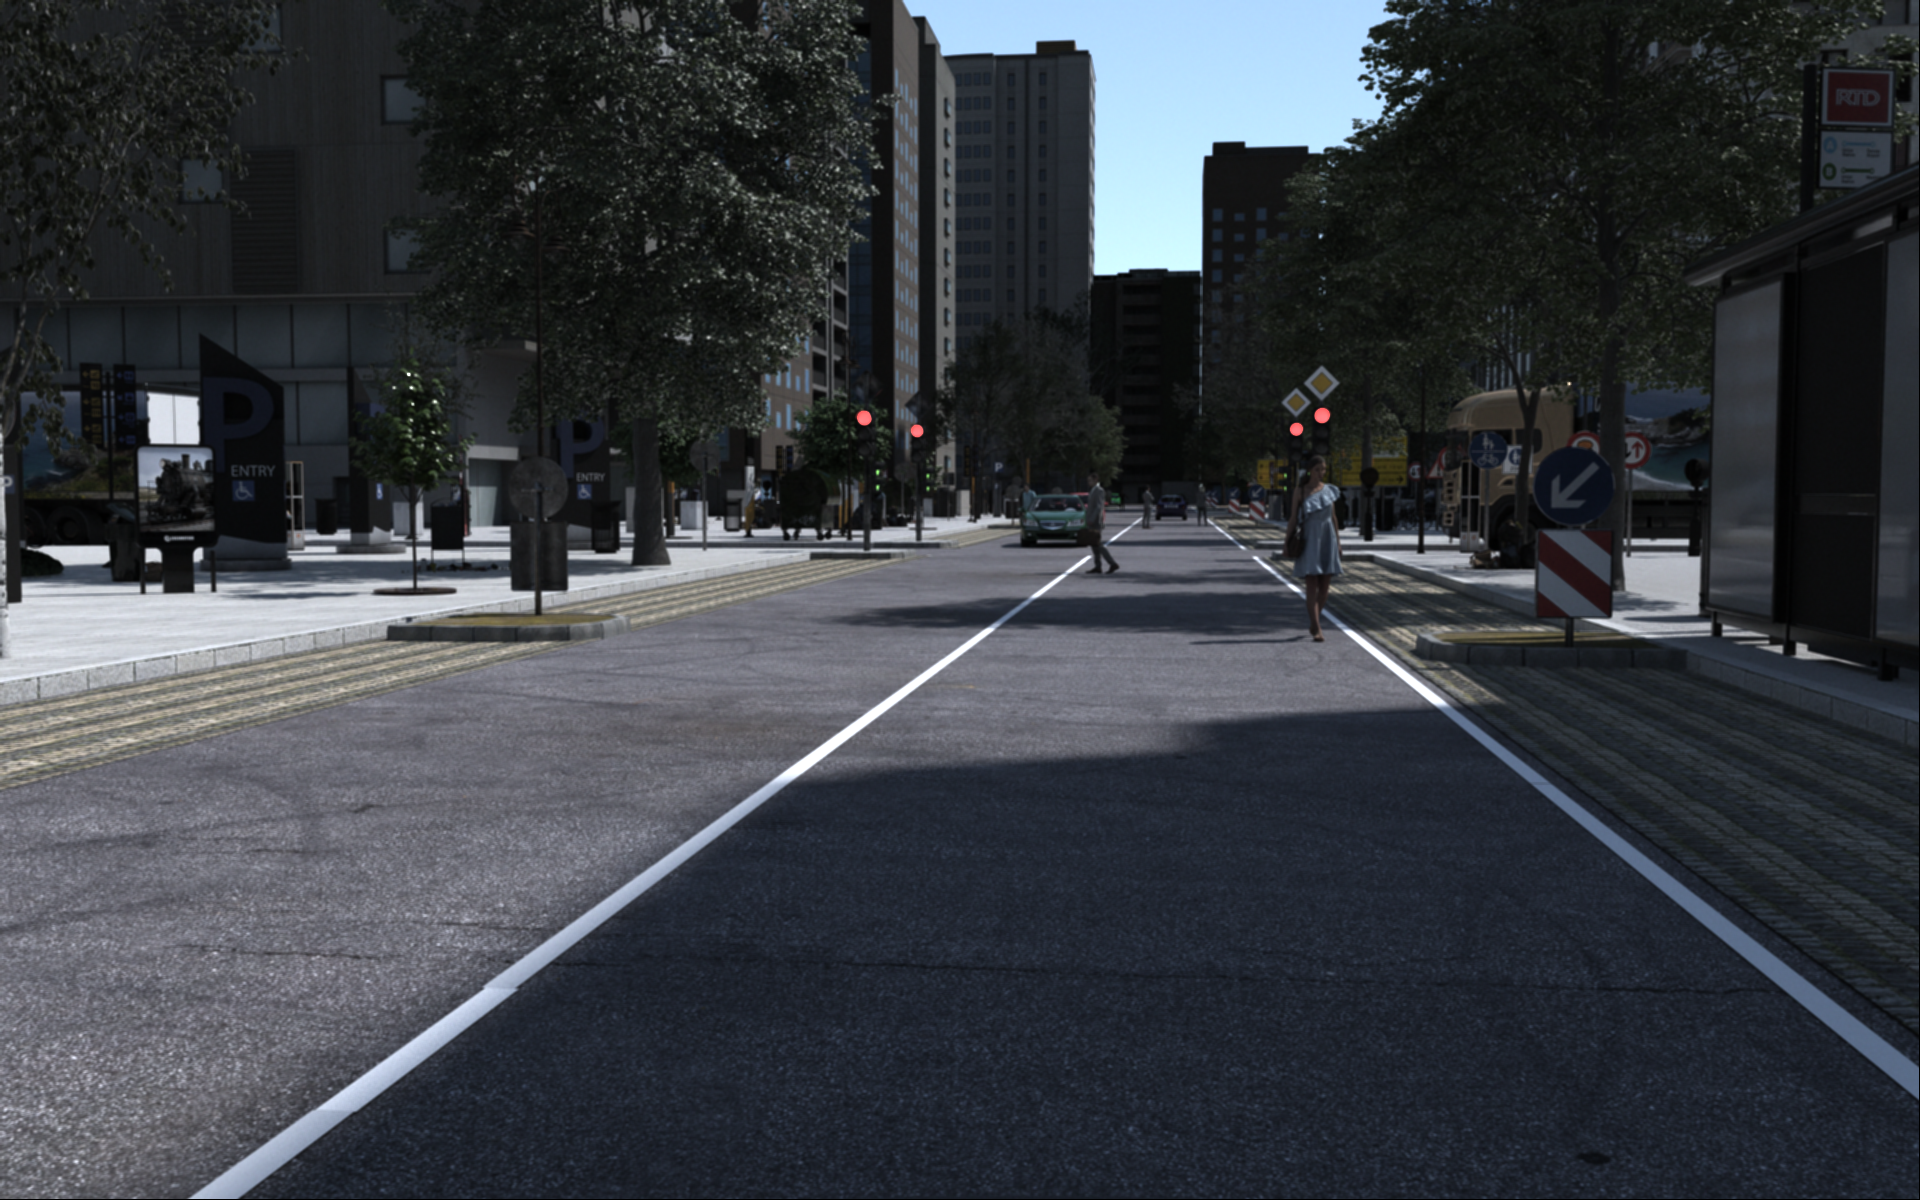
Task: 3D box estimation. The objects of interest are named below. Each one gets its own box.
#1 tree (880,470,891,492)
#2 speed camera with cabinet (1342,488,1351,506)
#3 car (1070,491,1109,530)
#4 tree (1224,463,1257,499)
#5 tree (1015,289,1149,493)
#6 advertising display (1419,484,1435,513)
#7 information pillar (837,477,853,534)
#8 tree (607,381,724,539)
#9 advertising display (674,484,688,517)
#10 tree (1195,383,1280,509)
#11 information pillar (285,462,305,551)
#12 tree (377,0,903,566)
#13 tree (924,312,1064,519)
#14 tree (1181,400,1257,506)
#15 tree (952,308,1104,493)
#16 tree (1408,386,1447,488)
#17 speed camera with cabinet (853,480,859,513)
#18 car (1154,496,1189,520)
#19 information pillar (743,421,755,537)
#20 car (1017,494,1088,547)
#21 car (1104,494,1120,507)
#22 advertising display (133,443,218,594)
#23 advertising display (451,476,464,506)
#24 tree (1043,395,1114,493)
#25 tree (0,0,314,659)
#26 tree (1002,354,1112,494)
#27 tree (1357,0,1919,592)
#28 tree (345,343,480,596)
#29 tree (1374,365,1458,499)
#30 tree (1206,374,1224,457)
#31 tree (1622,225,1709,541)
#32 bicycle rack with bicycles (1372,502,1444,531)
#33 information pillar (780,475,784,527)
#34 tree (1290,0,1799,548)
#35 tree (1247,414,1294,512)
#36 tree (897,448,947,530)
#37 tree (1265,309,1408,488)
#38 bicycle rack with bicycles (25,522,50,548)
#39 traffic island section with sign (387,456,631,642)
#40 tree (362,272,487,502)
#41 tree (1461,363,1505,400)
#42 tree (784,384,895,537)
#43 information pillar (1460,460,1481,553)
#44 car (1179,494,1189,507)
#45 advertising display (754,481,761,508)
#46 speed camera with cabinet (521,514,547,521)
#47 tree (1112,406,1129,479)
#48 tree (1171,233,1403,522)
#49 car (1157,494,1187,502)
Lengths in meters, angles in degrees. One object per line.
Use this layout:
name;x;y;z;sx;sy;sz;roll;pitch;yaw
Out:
tree;-5.275;-7.410;115.750;1.663;3.219;1.824;0;3;0
speed camera with cabinet;21.974;-6.316;97.595;0.660;3.252;2.038;2;4;27
car;4.963;-3.751;70.370;2.155;1.783;4.494;0;4;6
tree;27.902;-11.517;172.014;4.285;4.588;4.351;0;3;0
tree;11.642;-18.468;157.839;12.611;20.169;13.585;0;3;0
advertising display;28.672;-6.186;106.353;0.974;1.923;0.123;1;4;9
information pillar;-3.722;-3.967;56.222;0.504;3.616;0.183;-2;4;-34
tree;-8.484;-4.057;50.046;4.285;4.588;4.351;0;3;0
advertising display;-15.685;-5.613;96.987;0.974;1.923;0.123;-3;5;-40
tree;24.585;-13.900;153.015;9.928;11.665;9.643;0;3;0
information pillar;-15.115;-2.130;39.311;0.304;2.012;0.304;3;4;36
tree;-5.580;-7.591;30.766;9.857;13.997;8.962;0;3;0
tree;1.211;-9.426;88.535;7.601;10.594;8.767;2;4;28
tree;28.617;-16.610;188.585;9.611;12.733;9.660;0;3;0
tree;4.303;-12.488;114.547;12.009;13.543;11.850;0;3;0
tree;29.130;-9.781;110.280;4.737;8.622;4.395;0;3;0
speed camera with cabinet;-4.233;-4.672;70.715;0.660;3.252;2.038;-1;4;-11
car;11.678;-5.080;95.637;1.945;1.354;3.894;0;4;7
information pillar;-6.249;-3.673;51.409;0.183;3.616;0.504;1;4;18
car;2.707;-2.229;48.242;2.131;1.459;4.920;0;4;6
car;16.901;-11.176;191.529;1.959;1.807;4.718;0;4;7
advertising display;-10.122;-1.050;22.374;0.974;1.923;0.123;-2;4;-35
advertising display;-18.046;-3.486;62.210;0.123;1.923;0.974;-3;4;-37
tree;12.342;-15.631;181.324;9.928;11.665;9.643;0;3;0
tree;-7.275;-3.853;13.352;4.360;8.622;3.978;0;3;0
tree;7.328;-13.418;137.505;7.486;12.596;7.792;0;3;0
tree;8.469;-6.418;23.059;7.486;12.596;7.792;0;3;0
tree;-6.955;-1.700;22.394;1.663;3.219;1.824;0;3;0
tree;23.988;-8.752;93.452;4.360;8.622;3.978;0;3;0
tree;12.360;-8.203;52.252;7.486;12.596;7.792;0;3;0
tree;19.111;-5.923;47.197;4.360;8.622;3.978;0;3;0
bicycle rack with bicycles;15.810;-2.978;62.080;2.852;0.926;2.925;-1;4;-21
information pillar;-6.602;-3.736;65.572;0.304;2.012;0.304;2;4;27
tree;10.217;-5.929;31.349;8.767;10.594;7.601;1;4;12
tree;21.948;-10.570;123.175;4.360;8.622;3.978;0;3;0
tree;-1.302;-4.151;62.473;1.663;3.219;1.824;0;3;0
tree;13.508;-6.952;64.032;4.737;8.622;4.395;0;3;0
bicycle rack with bicycles;-22.686;-1.604;39.611;2.925;0.926;2.852;-1;4;-16
traffic island section with sign;-4.456;-0.549;17.597;1.989;1.847;2.006;0;4;7
tree;-18.104;-6.593;58.162;4.360;8.622;3.978;0;3;0
tree;29.441;-9.000;97.516;4.360;8.622;3.978;0;3;0
tree;-3.596;-4.171;51.917;4.285;4.588;4.351;0;3;0
information pillar;11.124;-2.035;37.761;0.304;2.012;0.304;-1;4;-22
car;18.100;-8.243;144.561;2.009;1.686;4.222;0;4;6
advertising display;-10.280;-5.018;87.260;0.123;1.923;0.974;1;4;20
speed camera with cabinet;-14.270;-3.936;58.687;0.660;3.252;2.038;-3;4;-36
tree;15.600;-17.178;198.983;7.486;12.596;7.792;0;3;0
tree;15.495;-10.432;80.927;12.009;13.543;11.850;0;3;0
car;14.246;-6.524;116.451;2.009;1.686;4.222;1;4;8
